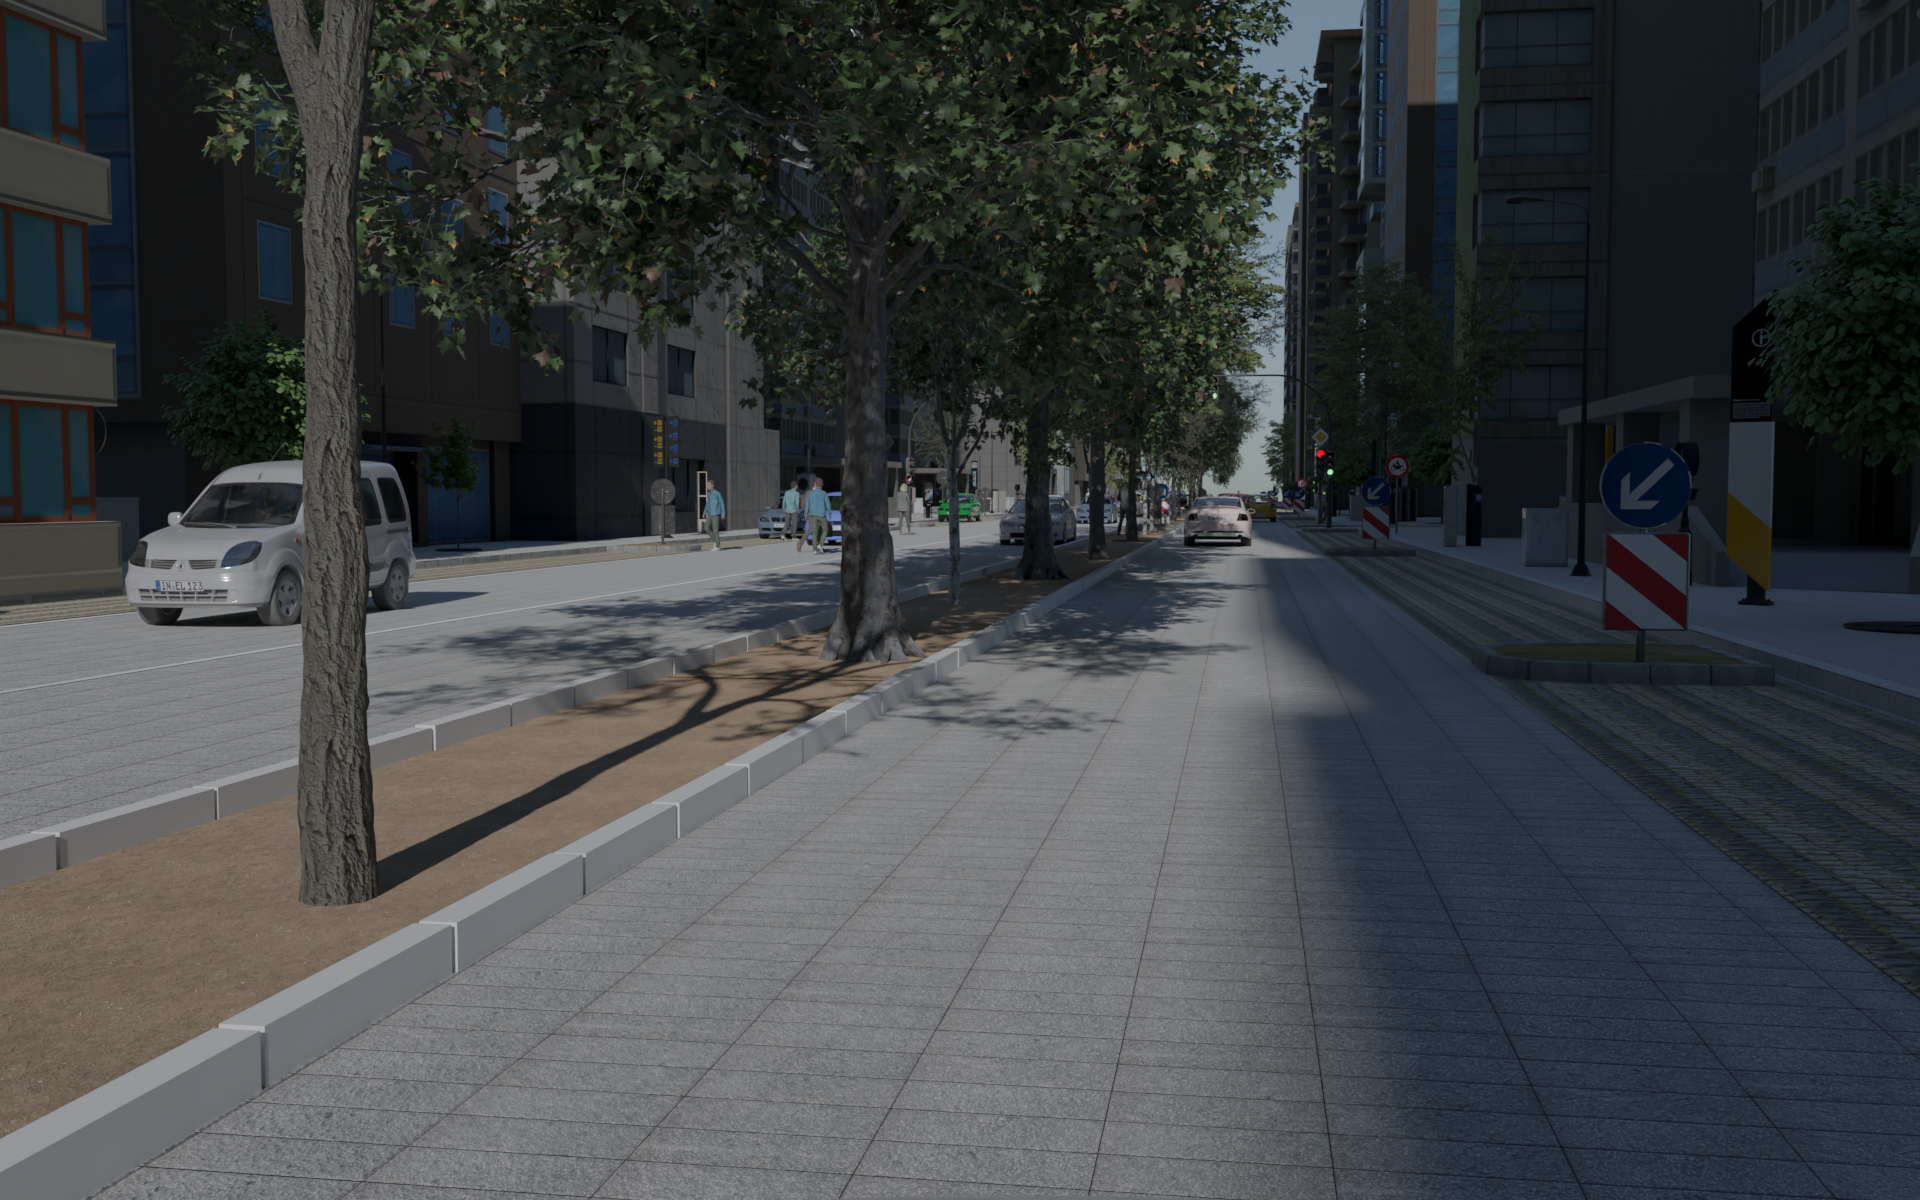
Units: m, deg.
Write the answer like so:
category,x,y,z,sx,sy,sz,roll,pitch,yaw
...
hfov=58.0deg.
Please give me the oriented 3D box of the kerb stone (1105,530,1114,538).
category,x,y,z,sx,sy,sz,roll,pitch,yaw
kerb stone,5.049,-2.228,58.664,0.120,0.150,1.000,1,4,9

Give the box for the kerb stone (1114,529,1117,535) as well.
category,x,y,z,sx,sy,sz,roll,pitch,yaw
kerb stone,5.221,-2.292,59.675,0.120,0.150,1.000,1,4,9

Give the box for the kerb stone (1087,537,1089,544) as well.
category,x,y,z,sx,sy,sz,roll,pitch,yaw
kerb stone,3.563,-1.673,49.553,0.120,0.150,1.000,1,4,9

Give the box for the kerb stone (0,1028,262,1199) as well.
category,x,y,z,sx,sy,sz,roll,pitch,yaw
kerb stone,-1.816,1.136,3.670,0.120,0.150,1.000,1,4,9

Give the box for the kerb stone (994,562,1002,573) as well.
category,x,y,z,sx,sy,sz,roll,pitch,yaw
kerb stone,0.591,-0.557,31.332,0.120,0.150,1.000,1,4,9

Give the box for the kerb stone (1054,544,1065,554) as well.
category,x,y,z,sx,sy,sz,roll,pitch,yaw
kerb stone,2.400,-1.238,42.452,0.120,0.150,1.000,1,4,9

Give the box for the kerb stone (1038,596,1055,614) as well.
category,x,y,z,sx,sy,sz,roll,pitch,yaw
kerb stone,1.000,0.083,20.877,0.120,0.150,1.000,1,4,9

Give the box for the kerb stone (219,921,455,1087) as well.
category,x,y,z,sx,sy,sz,roll,pitch,yaw
kerb stone,-1.654,1.071,4.680,0.120,0.150,1.000,1,4,9

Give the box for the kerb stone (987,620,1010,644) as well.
category,x,y,z,sx,sy,sz,roll,pitch,yaw
kerb stone,0.338,0.332,16.818,0.120,0.150,1.000,1,4,9

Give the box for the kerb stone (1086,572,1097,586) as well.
category,x,y,z,sx,sy,sz,roll,pitch,yaw
kerb stone,1.994,-0.291,26.948,0.120,0.150,1.000,1,4,9

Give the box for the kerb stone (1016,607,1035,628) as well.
category,x,y,z,sx,sy,sz,roll,pitch,yaw
kerb stone,0.670,0.209,18.845,0.120,0.150,1.000,1,4,9

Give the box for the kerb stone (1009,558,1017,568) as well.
category,x,y,z,sx,sy,sz,roll,pitch,yaw
kerb stone,0.918,-0.678,33.354,0.120,0.150,1.000,1,4,9

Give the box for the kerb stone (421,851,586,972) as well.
category,x,y,z,sx,sy,sz,roll,pitch,yaw
kerb stone,-1.484,1.010,5.689,0.120,0.150,1.000,1,4,9

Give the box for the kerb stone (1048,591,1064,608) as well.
category,x,y,z,sx,sy,sz,roll,pitch,yaw
kerb stone,1.166,0.019,21.891,0.120,0.150,1.000,1,4,9

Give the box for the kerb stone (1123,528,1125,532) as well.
category,x,y,z,sx,sy,sz,roll,pitch,yaw
kerb stone,5.882,-2.540,63.720,0.120,0.150,1.000,1,4,9

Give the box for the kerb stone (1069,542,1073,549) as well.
category,x,y,z,sx,sy,sz,roll,pitch,yaw
kerb stone,2.736,-1.363,44.479,0.120,0.150,1.000,1,4,9

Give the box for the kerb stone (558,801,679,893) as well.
category,x,y,z,sx,sy,sz,roll,pitch,yaw
kerb stone,-1.319,0.953,6.711,0.120,0.150,1.000,1,4,9

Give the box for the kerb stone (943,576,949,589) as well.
category,x,y,z,sx,sy,sz,roll,pitch,yaw
kerb stone,-0.251,-0.250,26.282,0.120,0.150,1.000,1,4,9

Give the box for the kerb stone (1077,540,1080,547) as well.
category,x,y,z,sx,sy,sz,roll,pitch,yaw
kerb stone,3.055,-1.487,46.514,0.120,0.150,1.000,1,4,9

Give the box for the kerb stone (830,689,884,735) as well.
category,x,y,z,sx,sy,sz,roll,pitch,yaw
kerb stone,-0.652,0.700,10.748,0.120,0.150,1.000,1,4,9

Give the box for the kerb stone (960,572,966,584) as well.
category,x,y,z,sx,sy,sz,roll,pitch,yaw
kerb stone,-0.082,-0.312,27.290,0.120,0.150,1.000,1,4,9

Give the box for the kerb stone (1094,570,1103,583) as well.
category,x,y,z,sx,sy,sz,roll,pitch,yaw
kerb stone,2.161,-0.352,27.958,0.120,0.150,1.000,1,4,9

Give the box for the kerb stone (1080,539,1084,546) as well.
category,x,y,z,sx,sy,sz,roll,pitch,yaw
kerb stone,3.228,-1.549,47.529,0.120,0.150,1.000,1,4,9

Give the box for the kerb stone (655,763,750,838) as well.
category,x,y,z,sx,sy,sz,roll,pitch,yaw
kerb stone,-1.147,0.889,7.719,0.120,0.150,1.000,1,4,9

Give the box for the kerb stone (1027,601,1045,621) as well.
category,x,y,z,sx,sy,sz,roll,pitch,yaw
kerb stone,0.833,0.145,19.854,0.120,0.150,1.000,1,4,9

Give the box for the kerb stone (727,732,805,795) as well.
category,x,y,z,sx,sy,sz,roll,pitch,yaw
kerb stone,-0.979,0.824,8.730,0.120,0.150,1.000,1,4,9

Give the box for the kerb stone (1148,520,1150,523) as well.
category,x,y,z,sx,sy,sz,roll,pitch,yaw
kerb stone,8.622,-3.560,80.452,0.120,0.150,1.000,1,4,9

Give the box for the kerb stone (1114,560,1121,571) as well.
category,x,y,z,sx,sy,sz,roll,pitch,yaw
kerb stone,2.825,-0.600,31.998,0.120,0.150,1.000,1,4,9

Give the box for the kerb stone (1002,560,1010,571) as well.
category,x,y,z,sx,sy,sz,roll,pitch,yaw
kerb stone,0.752,-0.619,32.341,0.120,0.150,1.000,1,4,9

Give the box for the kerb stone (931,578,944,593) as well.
category,x,y,z,sx,sy,sz,roll,pitch,yaw
kerb stone,-0.414,-0.188,25.272,0.120,0.150,1.000,1,4,9

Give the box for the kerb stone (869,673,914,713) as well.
category,x,y,z,sx,sy,sz,roll,pitch,yaw
kerb stone,-0.484,0.638,11.761,0.120,0.150,1.000,1,4,9

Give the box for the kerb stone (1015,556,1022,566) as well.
category,x,y,z,sx,sy,sz,roll,pitch,yaw
kerb stone,1.079,-0.741,34.367,0.120,0.150,1.000,1,4,9

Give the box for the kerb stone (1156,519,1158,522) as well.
category,x,y,z,sx,sy,sz,roll,pitch,yaw
kerb stone,9.780,-3.995,87.519,0.120,0.150,1.000,1,4,9

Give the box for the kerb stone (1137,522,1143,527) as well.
category,x,y,z,sx,sy,sz,roll,pitch,yaw
kerb stone,8.124,-3.377,77.427,0.120,0.150,1.000,1,4,9

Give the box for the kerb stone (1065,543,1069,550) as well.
category,x,y,z,sx,sy,sz,roll,pitch,yaw
kerb stone,2.567,-1.300,43.465,0.120,0.150,1.000,1,4,9

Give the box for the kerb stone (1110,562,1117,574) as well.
category,x,y,z,sx,sy,sz,roll,pitch,yaw
kerb stone,2.663,-0.532,30.989,0.120,0.150,1.000,1,4,9

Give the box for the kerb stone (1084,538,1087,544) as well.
category,x,y,z,sx,sy,sz,roll,pitch,yaw
kerb stone,3.396,-1.607,48.538,0.120,0.150,1.000,1,4,9

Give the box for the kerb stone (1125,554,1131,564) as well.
category,x,y,z,sx,sy,sz,roll,pitch,yaw
kerb stone,3.321,-0.784,35.042,0.120,0.150,1.000,1,4,9

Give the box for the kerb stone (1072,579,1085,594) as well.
category,x,y,z,sx,sy,sz,roll,pitch,yaw
kerb stone,1.658,-0.167,24.929,0.120,0.150,1.000,1,4,9

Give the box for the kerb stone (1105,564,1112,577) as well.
category,x,y,z,sx,sy,sz,roll,pitch,yaw
kerb stone,2.493,-0.475,29.980,0.120,0.150,1.000,1,4,9

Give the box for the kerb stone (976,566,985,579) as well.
category,x,y,z,sx,sy,sz,roll,pitch,yaw
kerb stone,0.249,-0.435,29.307,0.120,0.150,1.000,1,4,9

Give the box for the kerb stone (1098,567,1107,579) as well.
category,x,y,z,sx,sy,sz,roll,pitch,yaw
kerb stone,2.322,-0.414,28.969,0.120,0.150,1.000,1,4,9

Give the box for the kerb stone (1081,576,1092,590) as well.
category,x,y,z,sx,sy,sz,roll,pitch,yaw
kerb stone,1.831,-0.229,25.939,0.120,0.150,1.000,1,4,9

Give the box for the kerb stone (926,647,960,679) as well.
category,x,y,z,sx,sy,sz,roll,pitch,yaw
kerb stone,-0.160,0.514,13.787,0.120,0.150,1.000,1,4,9

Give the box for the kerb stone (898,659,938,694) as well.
category,x,y,z,sx,sy,sz,roll,pitch,yaw
kerb stone,-0.329,0.576,12.777,0.120,0.150,1.000,1,4,9

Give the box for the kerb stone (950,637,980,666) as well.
category,x,y,z,sx,sy,sz,roll,pitch,yaw
kerb stone,0.011,0.453,14.800,0.120,0.150,1.000,1,4,9

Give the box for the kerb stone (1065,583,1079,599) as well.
category,x,y,z,sx,sy,sz,roll,pitch,yaw
kerb stone,1.497,-0.104,23.909,0.120,0.150,1.000,1,4,9

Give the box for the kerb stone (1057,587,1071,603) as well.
category,x,y,z,sx,sy,sz,roll,pitch,yaw
kerb stone,1.329,-0.042,22.901,0.120,0.150,1.000,1,4,9

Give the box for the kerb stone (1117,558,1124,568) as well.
category,x,y,z,sx,sy,sz,roll,pitch,yaw
kerb stone,2.991,-0.660,33.024,0.120,0.150,1.000,1,4,9

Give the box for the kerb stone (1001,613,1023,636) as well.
category,x,y,z,sx,sy,sz,roll,pitch,yaw
kerb stone,0.501,0.267,17.836,0.120,0.150,1.000,1,4,9

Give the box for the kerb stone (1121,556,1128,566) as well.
category,x,y,z,sx,sy,sz,roll,pitch,yaw
kerb stone,3.150,-0.724,34.034,0.120,0.150,1.000,1,4,9

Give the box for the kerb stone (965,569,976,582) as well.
category,x,y,z,sx,sy,sz,roll,pitch,yaw
kerb stone,0.082,-0.373,28.299,0.120,0.150,1.000,1,4,9

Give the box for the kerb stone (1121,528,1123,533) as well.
category,x,y,z,sx,sy,sz,roll,pitch,yaw
kerb stone,5.715,-2.478,62.706,0.120,0.150,1.000,1,4,9

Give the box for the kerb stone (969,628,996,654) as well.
category,x,y,z,sx,sy,sz,roll,pitch,yaw
kerb stone,0.175,0.391,15.809,0.120,0.150,1.000,1,4,9

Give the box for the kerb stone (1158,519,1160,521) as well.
category,x,y,z,sx,sy,sz,roll,pitch,yaw
kerb stone,10.766,-4.365,93.590,0.120,0.150,1.000,1,4,9

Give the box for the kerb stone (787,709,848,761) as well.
category,x,y,z,sx,sy,sz,roll,pitch,yaw
kerb stone,-0.819,0.766,9.740,0.120,0.150,1.000,1,4,9

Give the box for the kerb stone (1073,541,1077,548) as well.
category,x,y,z,sx,sy,sz,roll,pitch,yaw
kerb stone,2.903,-1.425,45.487,0.120,0.150,1.000,1,4,9

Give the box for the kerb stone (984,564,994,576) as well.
category,x,y,z,sx,sy,sz,roll,pitch,yaw
kerb stone,0.413,-0.497,30.324,0.120,0.150,1.000,1,4,9
